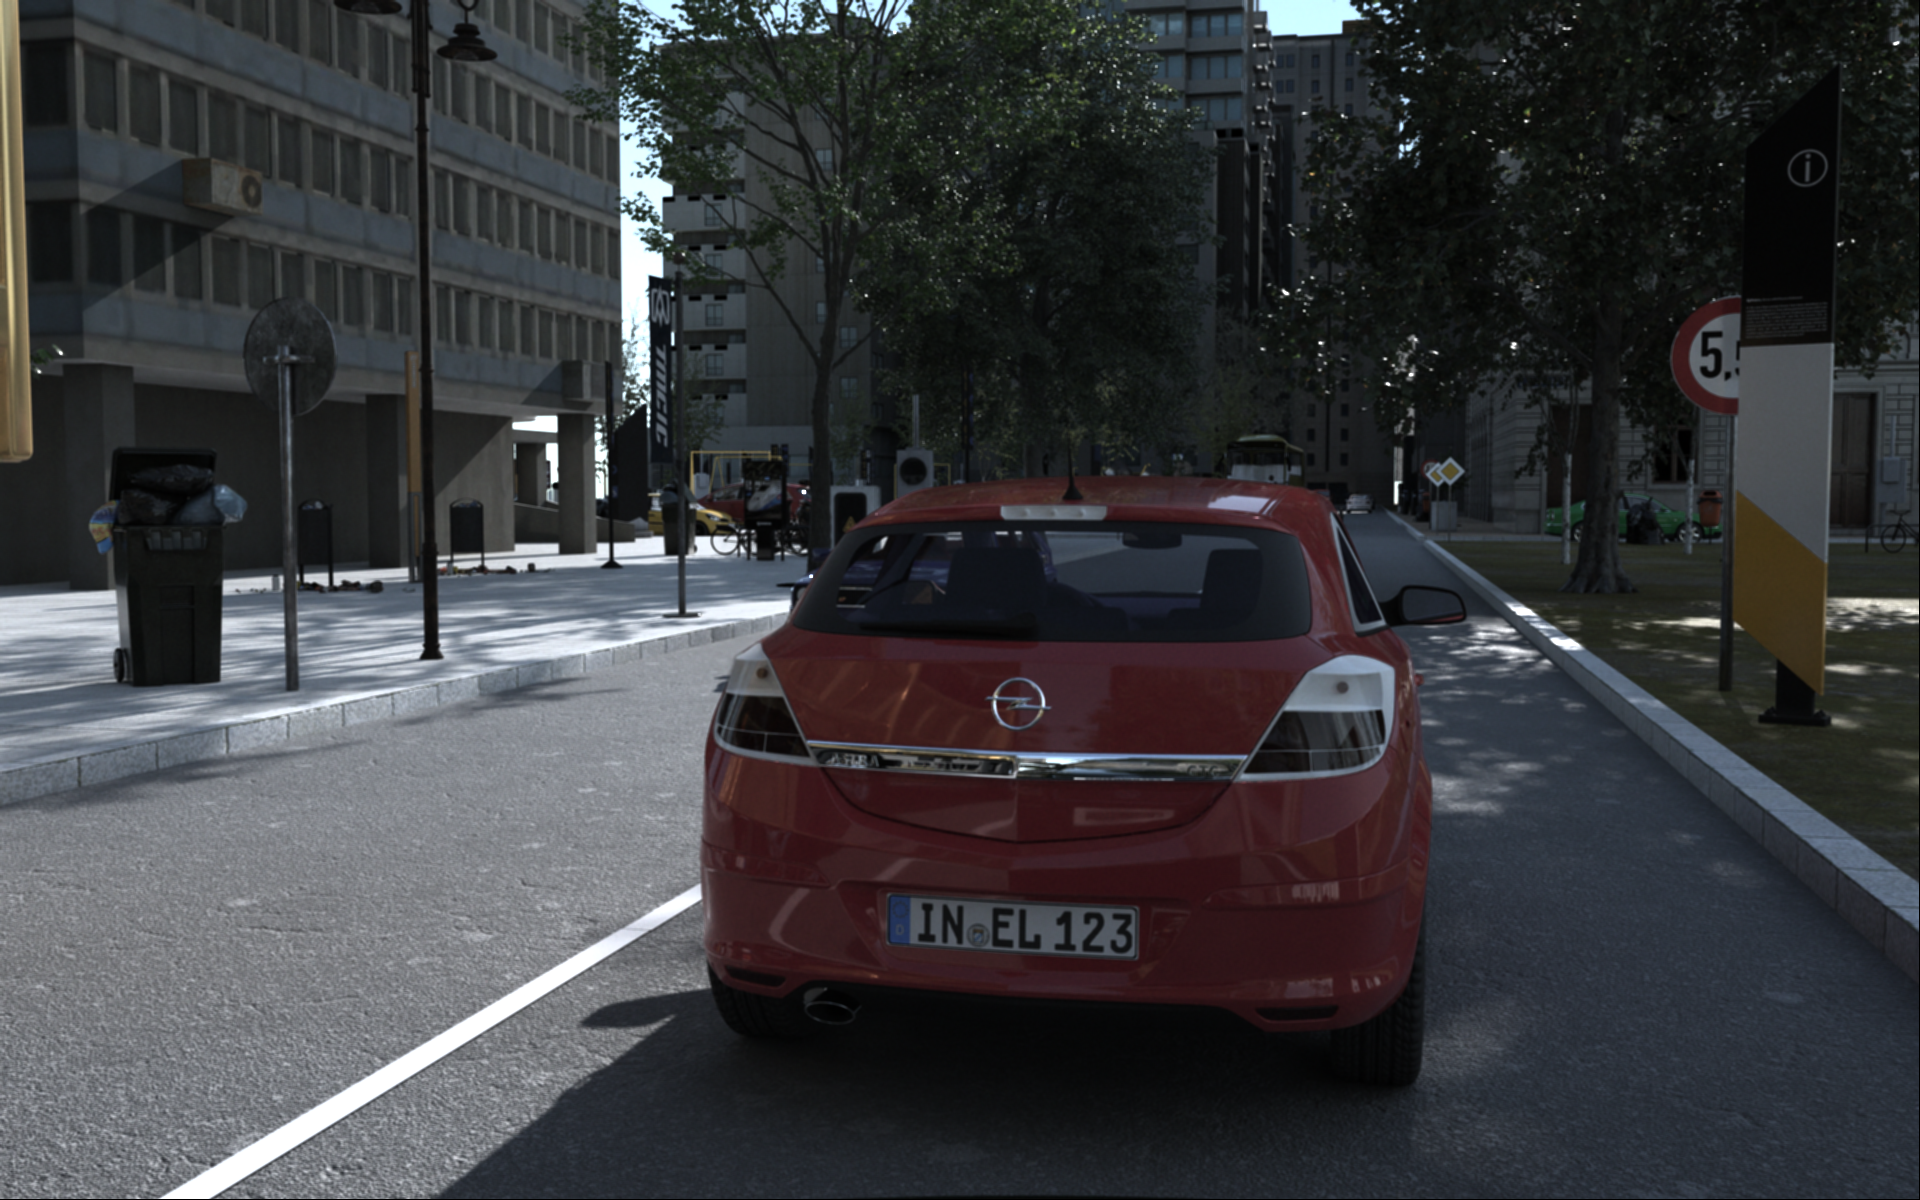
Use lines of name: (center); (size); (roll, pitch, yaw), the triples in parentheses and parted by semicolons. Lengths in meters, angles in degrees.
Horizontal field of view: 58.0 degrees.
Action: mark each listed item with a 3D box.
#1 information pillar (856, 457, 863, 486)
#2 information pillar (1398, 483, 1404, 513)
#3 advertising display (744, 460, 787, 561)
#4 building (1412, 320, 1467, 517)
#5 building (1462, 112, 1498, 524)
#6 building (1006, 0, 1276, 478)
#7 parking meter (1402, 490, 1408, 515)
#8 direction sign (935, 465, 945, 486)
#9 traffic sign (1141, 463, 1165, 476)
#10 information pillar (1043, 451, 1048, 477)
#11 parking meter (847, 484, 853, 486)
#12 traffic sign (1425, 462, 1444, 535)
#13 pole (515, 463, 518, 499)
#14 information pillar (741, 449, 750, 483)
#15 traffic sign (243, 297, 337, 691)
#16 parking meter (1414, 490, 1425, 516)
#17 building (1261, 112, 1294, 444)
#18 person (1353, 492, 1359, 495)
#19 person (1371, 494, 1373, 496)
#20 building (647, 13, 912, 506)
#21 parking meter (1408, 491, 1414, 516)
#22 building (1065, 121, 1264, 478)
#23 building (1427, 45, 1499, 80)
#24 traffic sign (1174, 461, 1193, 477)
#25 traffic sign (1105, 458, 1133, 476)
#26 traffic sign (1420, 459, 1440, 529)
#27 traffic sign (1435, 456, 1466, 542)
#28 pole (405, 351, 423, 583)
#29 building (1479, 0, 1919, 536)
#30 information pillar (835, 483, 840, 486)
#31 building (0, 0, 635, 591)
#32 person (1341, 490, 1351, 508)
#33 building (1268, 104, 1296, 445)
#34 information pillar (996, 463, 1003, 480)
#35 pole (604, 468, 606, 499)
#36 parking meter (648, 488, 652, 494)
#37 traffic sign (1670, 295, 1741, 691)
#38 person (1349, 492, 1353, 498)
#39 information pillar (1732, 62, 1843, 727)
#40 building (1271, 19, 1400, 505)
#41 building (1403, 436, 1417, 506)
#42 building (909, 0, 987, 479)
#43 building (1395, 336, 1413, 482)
information pillar: (-5.718, -6.558, 98.570); (0.504, 3.616, 0.183); (3, 5, 40)
information pillar: (29.459, -6.801, 115.681); (0.304, 2.012, 0.304); (-1, 4, -14)
advertising display: (-3.756, -1.725, 33.413); (0.974, 1.923, 0.123); (2, 4, 33)
building: (36.750, -17.840, 110.745); (14.314, 24.678, 30.058); (1, 4, 13)
building: (31.415, -14.818, 84.073); (13.314, 21.916, 24.055); (1, 4, 13)
building: (17.514, -33.104, 160.859); (23.786, 49.044, 30.456); (1, 4, 13)
parking meter: (27.677, -6.067, 107.609); (0.372, 1.533, 0.369); (0, 3, 0)
direction sign: (-1.522, -8.588, 132.418); (0.876, 3.537, 0.379); (-1, 4, -23)
traffic sign: (6.239, -3.206, 56.063); (0.795, 2.450, 0.064); (1, 4, 13)
information pillar: (4.624, -6.343, 95.056); (0.504, 3.616, 0.183); (-3, 4, -38)
parking meter: (-6.255, -5.657, 98.200); (0.399, 1.863, 0.255); (-1, 4, -14)
traffic sign: (14.895, -3.081, 54.023); (0.795, 2.450, 0.064); (1, 4, 13)
pole: (-25.663, -6.510, 100.276); (0.158, 3.312, 0.155); (0, 3, 0)
information pillar: (-11.221, -6.069, 90.577); (0.504, 3.616, 0.183); (-3, 5, -40)
traffic sign: (-4.359, -0.681, 11.233); (0.768, 2.556, 0.104); (1, 4, 22)
parking meter: (25.793, -5.407, 96.812); (0.372, 1.533, 0.369); (0, 3, 0)
building: (27.384, -30.461, 181.623); (14.154, 41.232, 14.086); (1, 4, 13)
person: (40.497, -10.218, 177.034); (0.593, 1.643, 0.415); (1, 4, 13)
person: (40.783, -9.812, 172.163); (0.421, 1.427, 0.697); (-2, 4, -31)
building: (-19.149, -37.392, 200.603); (27.495, 52.752, 28.713); (1, 4, 13)
parking meter: (27.108, -5.809, 103.385); (0.372, 1.533, 0.369); (0, 3, 0)
building: (16.529, -22.399, 137.920); (14.160, 30.474, 14.107); (1, 4, 13)
building: (42.710, -27.506, 133.322); (14.154, 41.232, 14.086); (1, 4, 13)
traffic sign: (8.469, -4.030, 65.998); (0.768, 2.556, 0.104); (1, 4, 21)
traffic sign: (4.418, -2.731, 48.288); (0.795, 2.450, 0.064); (1, 4, 13)
traffic sign: (17.047, -3.828, 62.696); (0.768, 2.556, 0.104); (1, 4, 19)
traffic sign: (13.075, -2.606, 46.248); (0.795, 2.450, 0.064); (1, 4, 13)
pole: (-7.841, -1.897, 24.867); (0.158, 3.312, 0.155); (0, 3, 0)
building: (28.353, -13.519, 57.195); (21.152, 22.565, 11.583); (1, 4, 13)
information pillar: (-8.374, -6.981, 118.628); (0.304, 2.012, 0.304); (0, 4, 4)
building: (-20.099, -20.884, 33.335); (23.993, 40.220, 32.217); (1, 4, 13)
person: (40.299, -10.503, 180.203); (1.348, 1.826, 0.705); (-1, 4, -15)
building: (30.505, -33.449, 197.008); (14.200, 45.320, 14.600); (1, 4, 13)
information pillar: (2.917, -8.340, 127.714); (0.504, 3.616, 0.183); (1, 4, 23)
pole: (-27.585, -8.607, 134.573); (0.158, 3.312, 0.155); (0, 3, 0)
parking meter: (-12.242, -3.639, 67.914); (0.372, 1.533, 0.369); (0, 3, 0)
traffic sign: (4.997, -0.680, 11.229); (0.768, 2.556, 0.104); (1, 4, 22)
person: (43.467, -11.160, 192.430); (0.415, 1.643, 0.593); (-3, 4, -37)
information pillar: (4.611, -1.119, 9.644); (0.504, 3.616, 0.183); (3, 4, 36)
building: (41.276, -41.533, 221.071); (28.212, 58.520, 21.231); (1, 4, 13)
building: (58.447, -53.044, 179.933); (22.319, 86.520, 31.000); (1, 4, 13)
building: (8.884, -40.122, 197.990); (28.212, 58.520, 21.231); (1, 4, 13)
building: (61.237, -32.446, 214.089); (14.086, 41.232, 14.154); (1, 4, 13)
